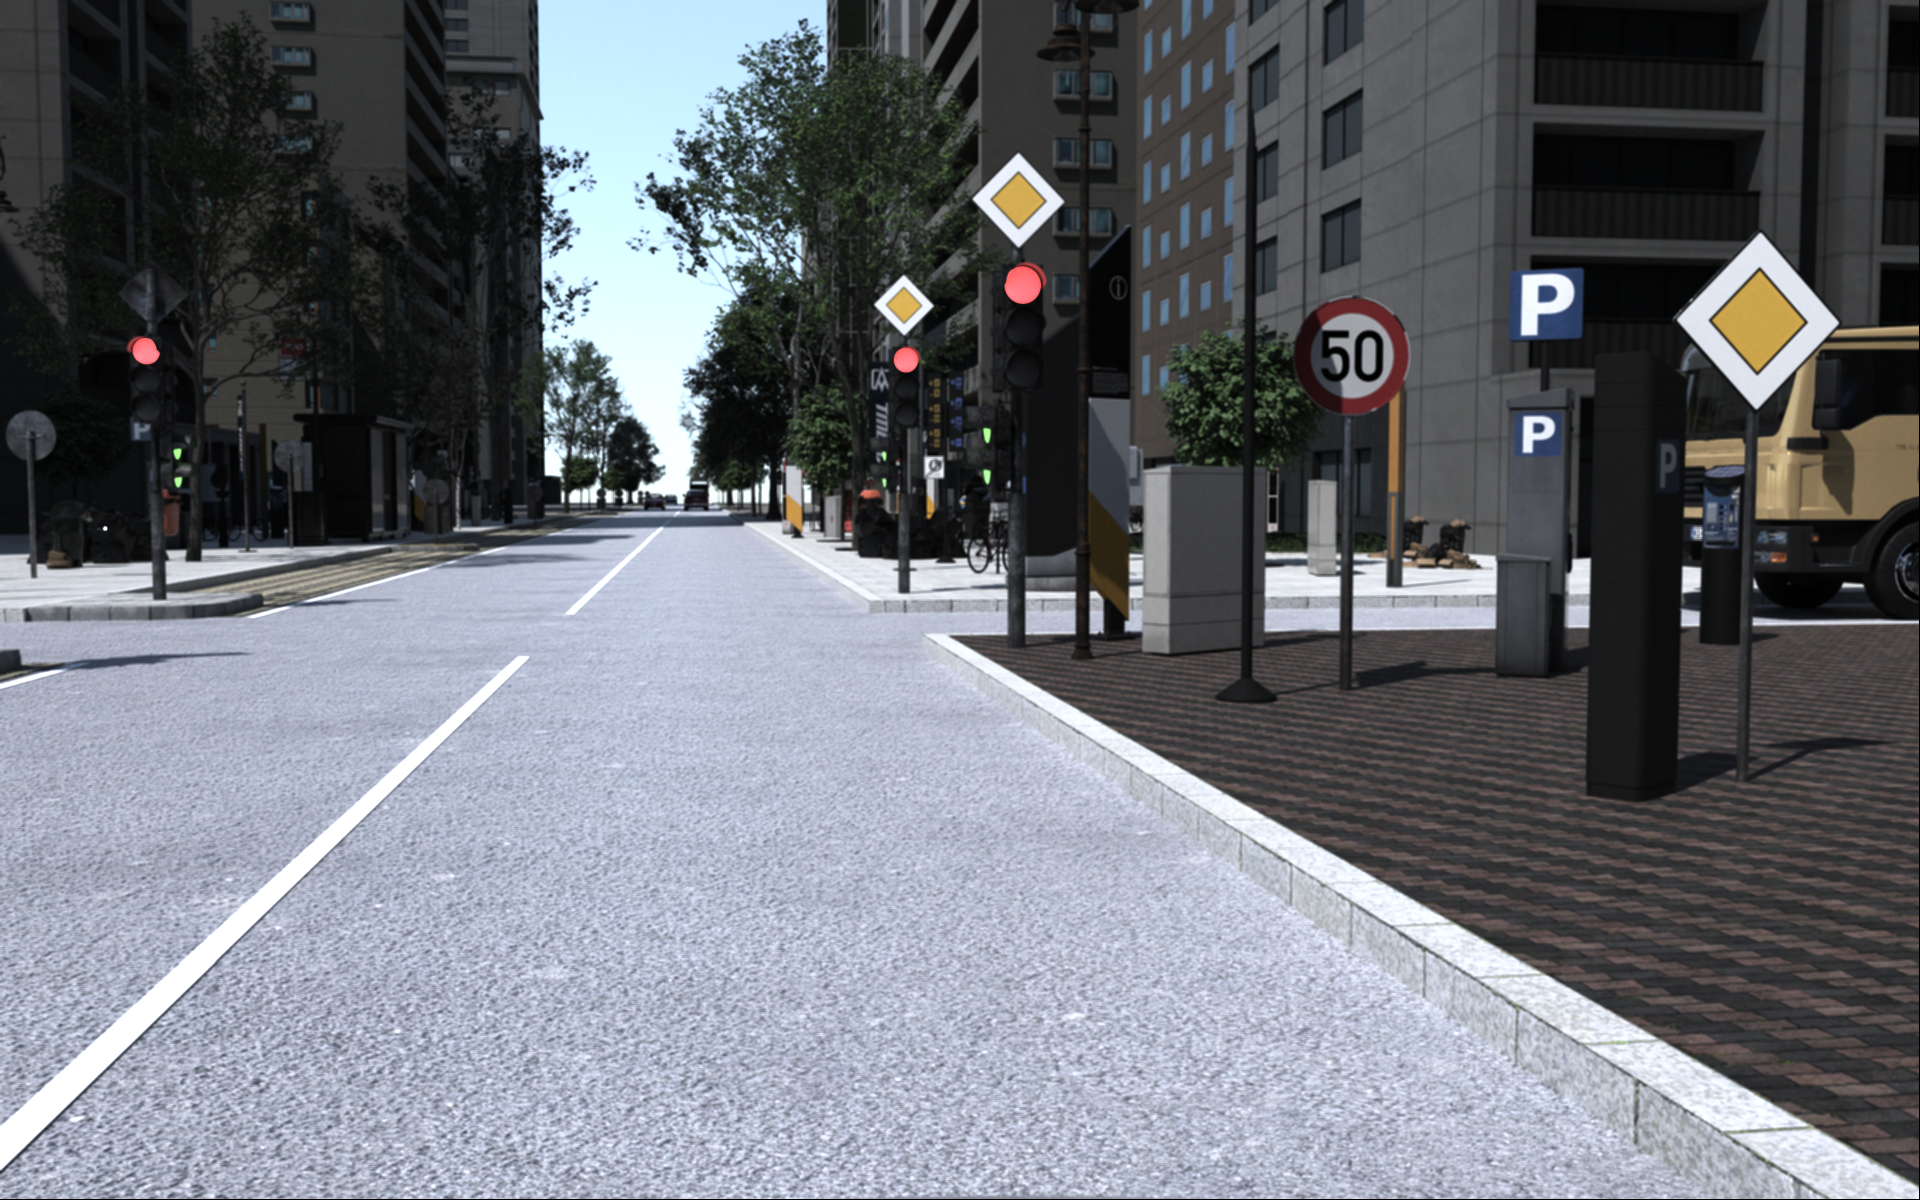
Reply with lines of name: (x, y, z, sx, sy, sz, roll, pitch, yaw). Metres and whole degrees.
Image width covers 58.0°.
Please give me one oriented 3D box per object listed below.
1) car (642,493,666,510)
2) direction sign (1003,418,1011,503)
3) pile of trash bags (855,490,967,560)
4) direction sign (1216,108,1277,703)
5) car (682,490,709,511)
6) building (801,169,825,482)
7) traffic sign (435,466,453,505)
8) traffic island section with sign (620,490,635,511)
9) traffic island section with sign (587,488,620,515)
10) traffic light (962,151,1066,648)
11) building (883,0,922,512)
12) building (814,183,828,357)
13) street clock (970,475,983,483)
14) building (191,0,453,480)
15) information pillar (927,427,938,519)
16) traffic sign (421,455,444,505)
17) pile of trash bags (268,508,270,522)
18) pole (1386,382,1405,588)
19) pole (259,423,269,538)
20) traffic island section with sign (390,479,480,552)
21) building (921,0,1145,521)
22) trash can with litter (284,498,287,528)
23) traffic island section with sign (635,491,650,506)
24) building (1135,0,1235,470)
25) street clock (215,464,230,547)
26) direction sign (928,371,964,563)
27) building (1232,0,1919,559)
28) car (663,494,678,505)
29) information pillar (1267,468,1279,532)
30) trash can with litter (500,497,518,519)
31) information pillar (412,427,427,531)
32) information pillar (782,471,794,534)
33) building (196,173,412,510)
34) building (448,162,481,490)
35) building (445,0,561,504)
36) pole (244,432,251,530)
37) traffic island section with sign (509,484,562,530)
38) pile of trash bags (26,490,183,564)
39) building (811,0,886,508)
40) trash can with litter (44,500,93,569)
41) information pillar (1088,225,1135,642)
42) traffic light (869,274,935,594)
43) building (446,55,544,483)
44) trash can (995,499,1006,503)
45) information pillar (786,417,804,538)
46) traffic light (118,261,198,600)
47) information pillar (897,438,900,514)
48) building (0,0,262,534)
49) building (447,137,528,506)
car: (-27.651, -9.040, 156.846, 2.155, 1.783, 4.494, 0, 4, -7)
direction sign: (1.314, -3.643, 51.564, 0.379, 3.537, 0.876, 2, 4, 34)
pile of trash bags: (-1.283, -1.574, 35.485, 1.912, 1.369, 3.447, -2, 4, -27)
direction sign: (1.785, -1.143, 10.691, 0.379, 3.537, 0.876, 1, 4, 11)
car: (-22.578, -8.533, 148.180, 2.281, 1.827, 5.304, -1, 4, -10)
building: (-8.188, -40.047, 244.013, 28.713, 52.752, 27.495, -1, 4, -9)
traffic sign: (-20.202, -4.129, 67.515, 0.884, 2.594, 0.081, 0, 4, -6)
traffic island section with sign: (-28.724, -8.425, 146.380, 1.989, 1.847, 2.006, -1, 4, -9)
traffic island section with sign: (-24.613, -6.763, 119.208, 1.989, 1.847, 2.006, -1, 4, -9)
traffic light: (0.454, -1.557, 14.382, 0.839, 4.253, 0.868, -1, 4, -9)
building: (4.961, -35.841, 128.005, 21.231, 58.520, 28.212, -1, 4, -9)
building: (-11.797, -32.981, 222.833, 14.154, 41.232, 14.086, -1, 4, -9)
street clock: (0.629, -3.739, 65.703, 0.471, 2.002, 0.358, 0, 4, -7)
building: (-50.928, -30.974, 130.135, 21.300, 48.544, 21.600, -1, 4, -9)
information pillar: (-0.802, -3.645, 50.947, 0.183, 3.616, 0.504, -3, 4, -36)
traffic sign: (-17.346, -3.476, 56.936, 0.768, 2.556, 0.104, 0, 4, 1)
pile of trash bags: (-31.850, -4.248, 79.204, 3.447, 1.369, 1.912, -2, 4, -24)
pole: (5.978, -1.829, 23.739, 0.158, 3.312, 0.155, 0, 3, 0)
pole: (-20.104, -3.436, 50.024, 0.158, 3.312, 0.155, 0, 3, 0)
traffic island section with sign: (-13.151, -2.132, 43.478, 1.989, 1.847, 2.006, -1, 4, -9)
building: (9.916, -28.418, 88.333, 21.300, 48.544, 21.600, -1, 4, -9)
trash can with litter: (-25.801, -3.346, 66.096, 1.055, 1.170, 0.624, 0, 4, 3)
traffic island section with sign: (-37.009, -11.774, 201.136, 1.989, 1.847, 2.006, -1, 4, -9)
building: (14.960, -25.256, 63.047, 14.600, 45.320, 14.200, -1, 4, -9)
street clock: (-17.843, -2.284, 41.916, 0.358, 2.002, 0.471, -1, 4, -15)
direction sign: (-0.267, -2.461, 32.234, 0.876, 3.537, 0.379, 3, 5, 41)
building: (20.025, -37.014, 43.429, 20.611, 71.187, 20.563, -1, 4, -9)
car: (-38.626, -13.407, 231.199, 2.014, 1.417, 4.499, -1, 4, -9)
information pillar: (8.860, -2.722, 48.992, 0.304, 2.012, 0.304, 1, 4, 13)
trash can with litter: (-24.218, -4.902, 91.208, 2.233, 1.210, 1.678, -1, 4, -11)
information pillar: (-18.553, -4.169, 59.522, 0.183, 3.616, 0.504, 3, 5, 40)
information pillar: (-5.487, -3.112, 55.368, 0.304, 2.012, 0.304, 1, 4, 19)
building: (-50.244, -15.935, 105.574, 27.650, 21.520, 28.899, -1, 4, -9)
building: (-49.654, -23.100, 149.382, 14.160, 30.474, 14.107, -1, 4, -9)
building: (-65.674, -48.811, 236.315, 20.563, 71.187, 20.611, -1, 4, -9)
pole: (-23.379, -3.850, 56.795, 0.158, 3.312, 0.155, 0, 3, 0)
traffic island section with sign: (-17.214, -3.774, 70.339, 1.989, 1.847, 2.006, -1, 4, -9)
pile of trash bags: (-16.124, -1.441, 33.308, 1.912, 1.369, 3.447, 1, 4, 8)
building: (-6.909, -46.889, 204.885, 20.563, 71.187, 20.611, -1, 4, -9)
trash can with litter: (-15.459, -1.138, 30.000, 0.624, 1.170, 1.055, -1, 4, -15)
information pillar: (1.290, -1.450, 15.069, 0.504, 3.616, 0.183, -3, 4, -37)
traffic light: (-0.741, -2.040, 22.278, 0.839, 4.253, 0.868, -1, 4, -9)
building: (-66.357, -38.106, 212.265, 28.713, 52.752, 27.495, -1, 4, -9)
trash can: (1.419, -2.527, 52.970, 0.748, 1.137, 0.748, 0, 3, 0)
information pillar: (-4.818, -3.614, 50.438, 0.504, 3.616, 0.183, 0, 4, 8)
traffic light: (-9.698, -1.957, 20.911, 0.839, 4.253, 0.868, -1, 4, -9)
information pillar: (-2.164, -4.461, 64.294, 0.183, 3.616, 0.504, 2, 4, 31)
building: (-37.739, -38.159, 62.155, 20.563, 71.187, 20.611, -1, 4, -9)
building: (-56.192, -31.138, 192.703, 14.154, 41.232, 14.086, -1, 4, -9)
